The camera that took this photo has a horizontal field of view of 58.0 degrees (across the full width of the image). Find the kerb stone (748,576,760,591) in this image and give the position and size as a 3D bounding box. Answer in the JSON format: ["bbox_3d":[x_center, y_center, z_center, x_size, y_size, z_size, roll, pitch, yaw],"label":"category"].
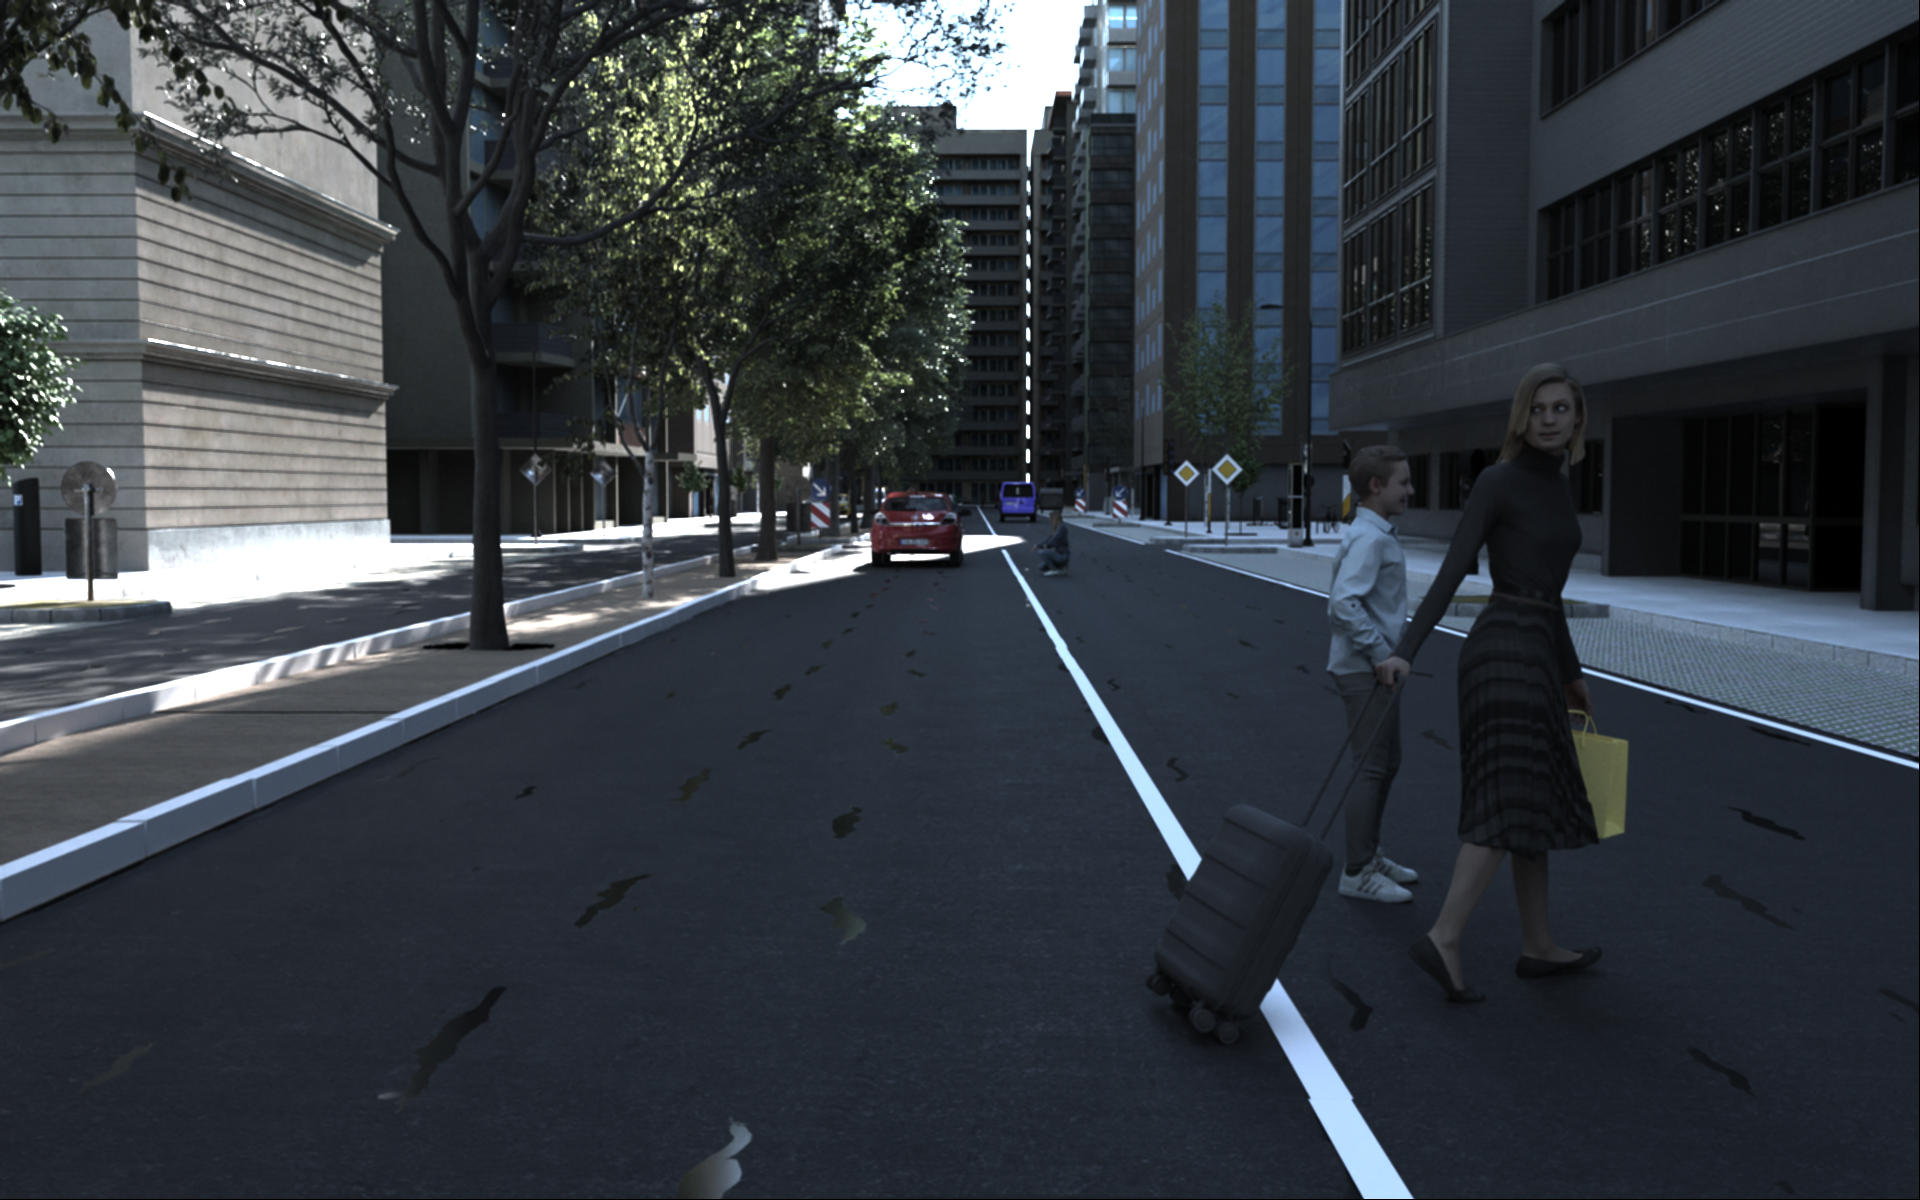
[{"bbox_3d":[-3.135,-0.216,25.756,0.120,0.150,1.000,0,4,0],"label":"kerb stone"}]

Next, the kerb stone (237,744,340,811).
[{"bbox_3d":[-3.241,0.852,8.334,0.120,0.150,1.000,0,4,0],"label":"kerb stone"}]

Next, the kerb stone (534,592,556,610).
[{"bbox_3d":[-5.268,0.032,21.666,0.120,0.150,1.000,0,4,0],"label":"kerb stone"}]

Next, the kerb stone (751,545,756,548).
[{"bbox_3d":[-5.150,-1.222,42.193,0.120,0.150,1.000,0,4,0],"label":"kerb stone"}]

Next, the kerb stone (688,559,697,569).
[{"bbox_3d":[-5.197,-0.656,32.970,0.120,0.150,1.000,0,4,0],"label":"kerb stone"}]

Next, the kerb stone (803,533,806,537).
[{"bbox_3d":[-5.072,-2.007,55.010,0.120,0.150,1.000,0,4,0],"label":"kerb stone"}]

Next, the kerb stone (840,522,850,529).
[{"bbox_3d":[-4.949,-3.198,74.490,0.120,0.150,1.000,0,4,0],"label":"kerb stone"}]

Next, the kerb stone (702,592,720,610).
[{"bbox_3d":[-3.166,0.034,21.645,0.120,0.150,1.000,0,4,0],"label":"kerb stone"}]

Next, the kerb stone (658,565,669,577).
[{"bbox_3d":[-5.219,-0.470,29.888,0.120,0.150,1.000,0,4,0],"label":"kerb stone"}]

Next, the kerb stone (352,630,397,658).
[{"bbox_3d":[-5.302,0.408,15.530,0.120,0.150,1.000,0,4,0],"label":"kerb stone"}]

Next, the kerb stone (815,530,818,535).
[{"bbox_3d":[-5.047,-2.258,59.115,0.120,0.150,1.000,0,4,0],"label":"kerb stone"}]

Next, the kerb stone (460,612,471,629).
[{"bbox_3d":[-5.285,0.224,18.596,0.120,0.150,1.000,0,4,0],"label":"kerb stone"}]

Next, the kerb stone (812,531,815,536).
[{"bbox_3d":[-5.052,-2.196,58.093,0.120,0.150,1.000,0,4,0],"label":"kerb stone"}]

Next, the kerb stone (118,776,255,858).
[{"bbox_3d":[-3.255,0.910,7.311,0.120,0.150,1.000,0,4,0],"label":"kerb stone"}]

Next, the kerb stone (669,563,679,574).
[{"bbox_3d":[-5.206,-0.533,30.915,0.120,0.150,1.000,0,4,0],"label":"kerb stone"}]

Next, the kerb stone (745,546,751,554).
[{"bbox_3d":[-5.158,-1.158,41.166,0.120,0.150,1.000,0,4,0],"label":"kerb stone"}]

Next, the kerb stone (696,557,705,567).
[{"bbox_3d":[-5.194,-0.717,33.992,0.120,0.150,1.000,0,4,0],"label":"kerb stone"}]

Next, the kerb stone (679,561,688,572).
[{"bbox_3d":[-5.207,-0.596,31.944,0.120,0.150,1.000,0,4,0],"label":"kerb stone"}]

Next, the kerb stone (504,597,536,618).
[{"bbox_3d":[-5.273,0.095,20.644,0.120,0.150,1.000,0,4,0],"label":"kerb stone"}]

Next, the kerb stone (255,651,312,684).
[{"bbox_3d":[-5.316,0.535,13.477,0.120,0.150,1.000,0,4,0],"label":"kerb stone"}]

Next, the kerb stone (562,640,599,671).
[{"bbox_3d":[-3.210,0.474,14.481,0.120,0.150,1.000,0,4,0],"label":"kerb stone"}]

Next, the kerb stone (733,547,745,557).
[{"bbox_3d":[-5.158,-1.097,40.136,0.120,0.150,1.000,0,4,0],"label":"kerb stone"}]

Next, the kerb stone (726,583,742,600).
[{"bbox_3d":[-3.150,-0.092,23.694,0.120,0.150,1.000,0,4,0],"label":"kerb stone"}]

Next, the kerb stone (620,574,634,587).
[{"bbox_3d":[-5.240,-0.279,26.805,0.120,0.150,1.000,0,4,0],"label":"kerb stone"}]

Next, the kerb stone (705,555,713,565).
[{"bbox_3d":[-5.190,-0.784,35.019,0.120,0.150,1.000,0,4,0],"label":"kerb stone"}]

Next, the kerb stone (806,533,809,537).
[{"bbox_3d":[-5.063,-2.070,56.037,0.120,0.150,1.000,0,4,0],"label":"kerb stone"}]

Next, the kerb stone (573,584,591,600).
[{"bbox_3d":[-5.255,-0.093,23.713,0.120,0.150,1.000,0,4,0],"label":"kerb stone"}]

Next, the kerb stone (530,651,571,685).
[{"bbox_3d":[-3.215,0.537,13.459,0.120,0.150,1.000,0,4,0],"label":"kerb stone"}]

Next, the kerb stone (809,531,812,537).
[{"bbox_3d":[-5.061,-2.124,57.059,0.120,0.150,1.000,0,4,0],"label":"kerb stone"}]

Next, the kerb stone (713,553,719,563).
[{"bbox_3d":[-5.183,-0.844,36.048,0.120,0.150,1.000,0,4,0],"label":"kerb stone"}]

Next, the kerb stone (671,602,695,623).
[{"bbox_3d":[-3.173,0.159,19.599,0.120,0.150,1.000,0,4,0],"label":"kerb stone"}]

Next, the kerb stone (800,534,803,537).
[{"bbox_3d":[-5.073,-1.944,53.988,0.120,0.150,1.000,0,4,0],"label":"kerb stone"}]

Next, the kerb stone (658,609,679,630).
[{"bbox_3d":[-3.182,0.231,18.578,0.120,0.150,1.000,0,4,0],"label":"kerb stone"}]

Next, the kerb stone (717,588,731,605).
[{"bbox_3d":[-3.157,-0.023,22.667,0.120,0.150,1.000,0,4,0],"label":"kerb stone"}]

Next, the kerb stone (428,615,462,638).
[{"bbox_3d":[-5.288,0.283,17.573,0.120,0.150,1.000,0,4,0],"label":"kerb stone"}]

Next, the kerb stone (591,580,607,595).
[{"bbox_3d":[-5.247,-0.152,24.739,0.120,0.150,1.000,0,4,0],"label":"kerb stone"}]

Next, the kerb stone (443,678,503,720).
[{"bbox_3d":[-3.226,0.659,11.413,0.120,0.150,1.000,0,4,0],"label":"kerb stone"}]

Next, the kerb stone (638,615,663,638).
[{"bbox_3d":[-3.190,0.288,17.555,0.120,0.150,1.000,0,4,0],"label":"kerb stone"}]

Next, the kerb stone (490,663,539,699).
[{"bbox_3d":[-3.227,0.597,12.435,0.120,0.150,1.000,0,4,0],"label":"kerb stone"}]

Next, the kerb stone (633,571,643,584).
[{"bbox_3d":[-5.232,-0.343,27.828,0.120,0.150,1.000,0,4,0],"label":"kerb stone"}]

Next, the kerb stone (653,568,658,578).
[{"bbox_3d":[-5.224,-0.405,28.859,0.120,0.150,1.000,0,4,0],"label":"kerb stone"}]

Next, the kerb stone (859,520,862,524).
[{"bbox_3d":[-4.877,-3.952,86.816,0.120,0.150,1.000,0,4,0],"label":"kerb stone"}]

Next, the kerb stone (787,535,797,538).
[{"bbox_3d":[-5.083,-1.819,51.943,0.120,0.150,1.000,0,4,0],"label":"kerb stone"}]

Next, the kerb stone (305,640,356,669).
[{"bbox_3d":[-5.313,0.472,14.498,0.120,0.150,1.000,0,4,0],"label":"kerb stone"}]

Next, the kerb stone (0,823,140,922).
[{"bbox_3d":[-3.258,0.977,6.290,0.120,0.150,1.000,0,4,0],"label":"kerb stone"}]

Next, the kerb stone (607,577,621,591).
[{"bbox_3d":[-5.242,-0.213,25.769,0.120,0.150,1.000,0,4,0],"label":"kerb stone"}]

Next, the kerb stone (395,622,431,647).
[{"bbox_3d":[-5.293,0.345,16.551,0.120,0.150,1.000,0,4,0],"label":"kerb stone"}]

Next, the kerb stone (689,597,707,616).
[{"bbox_3d":[-3.175,0.096,20.623,0.120,0.150,1.000,0,4,0],"label":"kerb stone"}]

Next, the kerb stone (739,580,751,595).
[{"bbox_3d":[-3.146,-0.154,24.726,0.120,0.150,1.000,0,4,0],"label":"kerb stone"}]

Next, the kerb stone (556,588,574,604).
[{"bbox_3d":[-5.263,-0.026,22.692,0.120,0.150,1.000,0,4,0],"label":"kerb stone"}]

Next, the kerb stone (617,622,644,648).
[{"bbox_3d":[-3.194,0.348,16.529,0.120,0.150,1.000,0,4,0],"label":"kerb stone"}]

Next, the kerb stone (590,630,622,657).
[{"bbox_3d":[-3.207,0.410,15.503,0.120,0.150,1.000,0,4,0],"label":"kerb stone"}]

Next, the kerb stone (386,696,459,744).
[{"bbox_3d":[-3.233,0.722,10.391,0.120,0.150,1.000,0,4,0],"label":"kerb stone"}]

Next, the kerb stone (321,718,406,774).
[{"bbox_3d":[-3.233,0.789,9.356,0.120,0.150,1.000,0,4,0],"label":"kerb stone"}]
